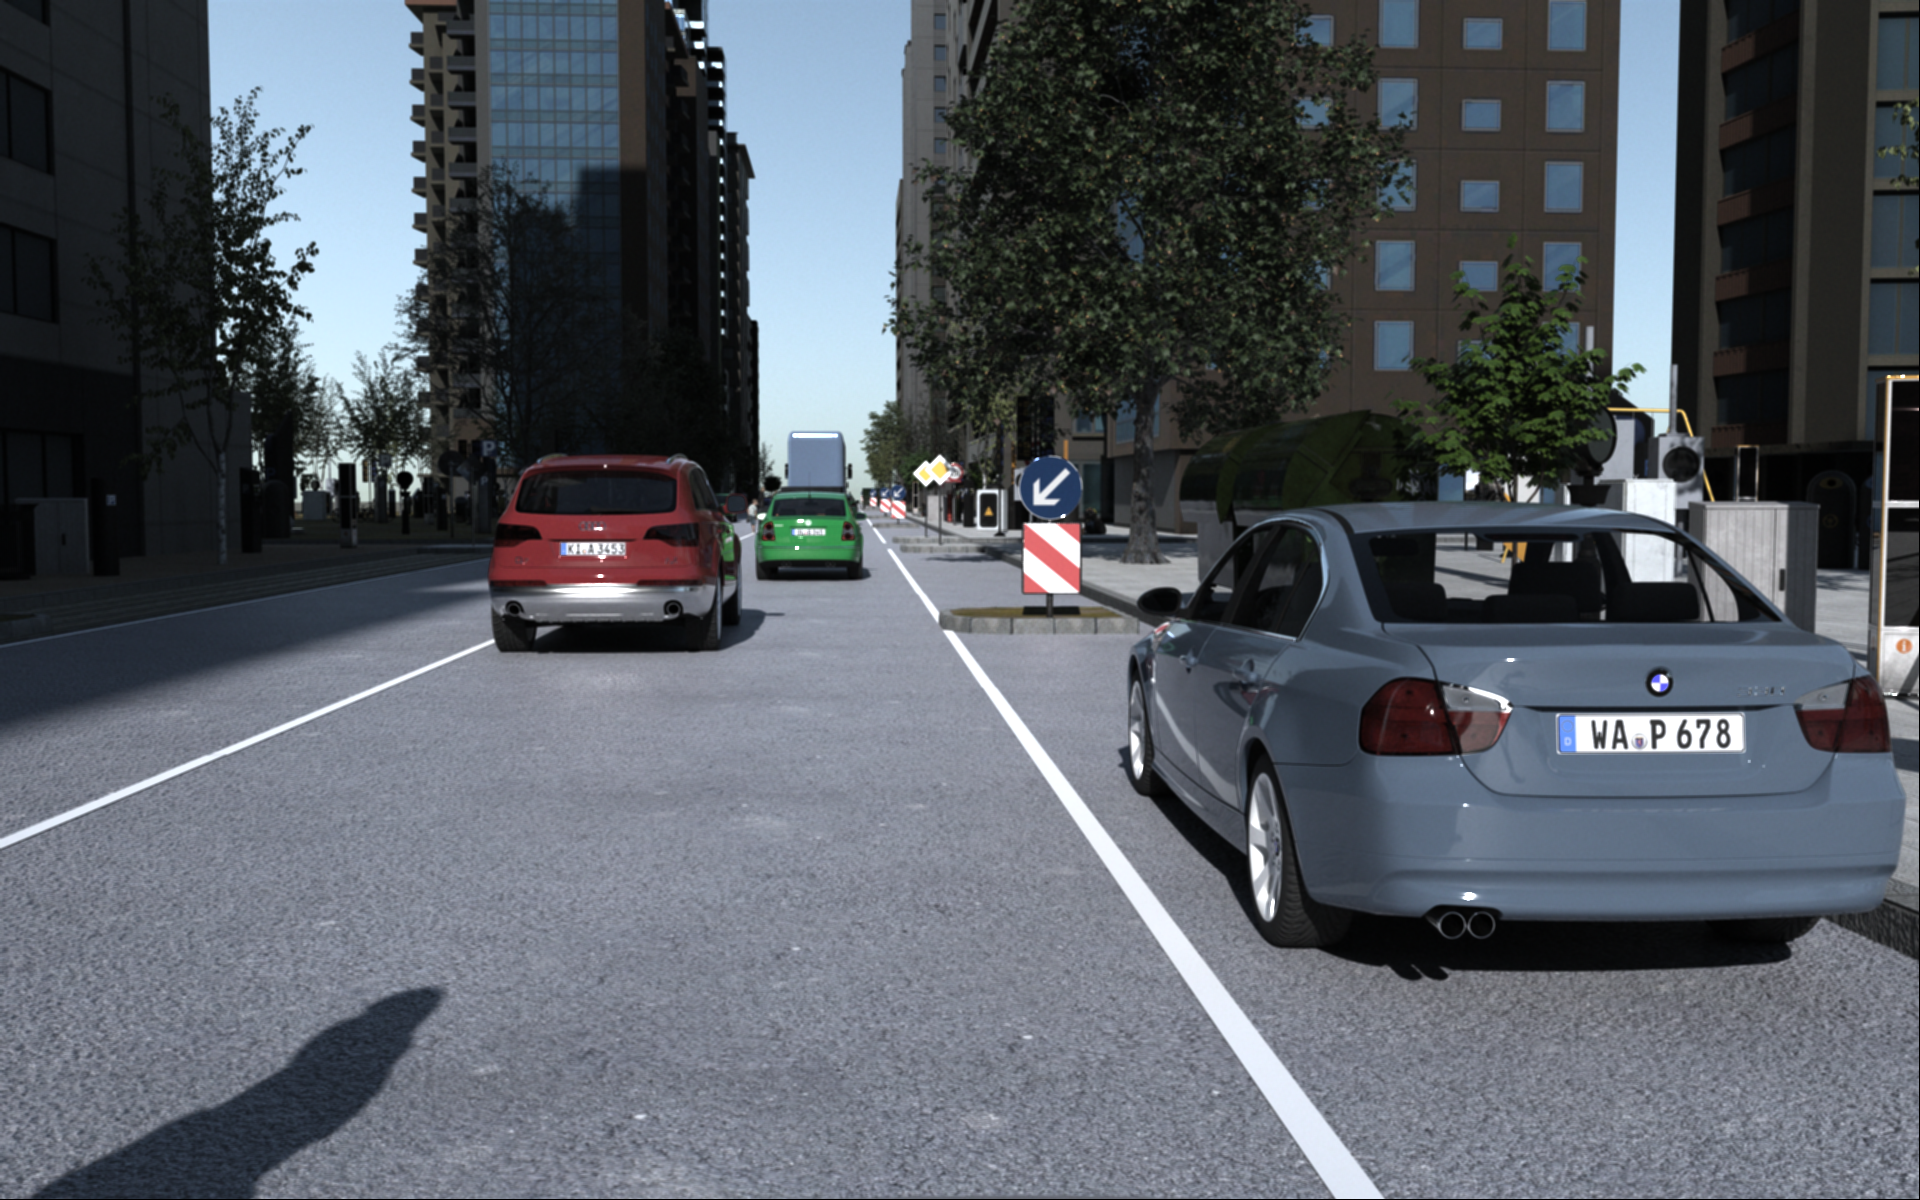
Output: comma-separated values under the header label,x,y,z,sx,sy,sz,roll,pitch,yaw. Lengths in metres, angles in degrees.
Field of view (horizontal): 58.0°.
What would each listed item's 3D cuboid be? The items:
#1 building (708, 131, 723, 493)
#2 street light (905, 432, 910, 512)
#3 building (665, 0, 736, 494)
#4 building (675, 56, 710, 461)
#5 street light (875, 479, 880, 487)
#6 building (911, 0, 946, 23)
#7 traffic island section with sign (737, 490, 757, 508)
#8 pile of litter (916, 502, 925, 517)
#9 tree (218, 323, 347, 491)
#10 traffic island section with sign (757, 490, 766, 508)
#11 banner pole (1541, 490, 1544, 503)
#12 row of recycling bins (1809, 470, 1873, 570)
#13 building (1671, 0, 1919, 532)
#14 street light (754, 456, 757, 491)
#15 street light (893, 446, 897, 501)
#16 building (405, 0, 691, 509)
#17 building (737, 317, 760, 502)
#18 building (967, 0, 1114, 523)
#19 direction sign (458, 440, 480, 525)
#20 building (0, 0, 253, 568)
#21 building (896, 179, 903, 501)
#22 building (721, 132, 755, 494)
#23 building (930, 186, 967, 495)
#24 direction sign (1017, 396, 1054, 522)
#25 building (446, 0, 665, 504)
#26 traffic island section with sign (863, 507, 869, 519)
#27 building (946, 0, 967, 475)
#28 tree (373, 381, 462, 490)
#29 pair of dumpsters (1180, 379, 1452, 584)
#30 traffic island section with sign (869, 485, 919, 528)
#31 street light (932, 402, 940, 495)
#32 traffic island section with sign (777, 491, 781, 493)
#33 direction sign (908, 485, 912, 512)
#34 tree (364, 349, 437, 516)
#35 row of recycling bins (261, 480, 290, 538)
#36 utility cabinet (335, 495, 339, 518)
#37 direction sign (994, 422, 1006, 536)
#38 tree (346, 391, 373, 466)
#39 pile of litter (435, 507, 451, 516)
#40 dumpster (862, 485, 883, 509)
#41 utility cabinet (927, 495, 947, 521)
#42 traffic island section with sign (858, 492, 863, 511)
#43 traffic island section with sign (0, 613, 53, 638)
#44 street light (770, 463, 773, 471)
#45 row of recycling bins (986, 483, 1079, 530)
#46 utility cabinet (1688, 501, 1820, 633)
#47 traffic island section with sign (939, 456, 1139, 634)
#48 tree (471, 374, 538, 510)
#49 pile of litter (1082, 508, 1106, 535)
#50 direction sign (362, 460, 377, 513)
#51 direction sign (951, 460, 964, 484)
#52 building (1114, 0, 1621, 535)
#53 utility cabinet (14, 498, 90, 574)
label,x,y,z,sx,sy,sz,roll,pitch,yaw
building,-33.585,-30.914,189.045,14.154,41.232,14.086,0,4,-4
street light,-3.794,-9.378,126.120,0.468,5.910,1.993,0,4,-4
building,-40.302,-55.774,224.576,22.319,86.520,31.000,0,4,-4
building,-32.712,-32.059,174.276,14.600,45.320,14.200,0,4,-4
street light,-13.935,-19.128,285.529,0.468,5.910,1.993,0,4,-4
building,5.296,-39.347,185.322,21.231,58.520,28.212,0,4,-4
traffic island section with sign,-18.925,-8.659,150.205,1.989,1.847,2.006,0,4,-4
pile of litter,-1.758,-5.150,98.163,1.176,0.858,1.719,-2,4,-28
tree,-28.942,-7.474,72.566,4.360,8.622,3.978,0,3,0
traffic island section with sign,-20.645,-10.306,177.126,1.989,1.847,2.006,0,4,-4
banner pole,17.347,-3.808,52.277,0.863,3.779,0.401,0,4,7
row of recycling bins,15.854,-1.335,28.937,1.069,1.692,3.534,-2,4,-32
building,42.467,-25.172,66.192,28.867,44.769,22.147,0,4,-4
street light,-24.812,-14.532,210.389,0.468,5.910,1.993,0,4,-4
street light,-6.080,-11.610,162.614,0.468,5.910,1.993,0,4,-4
building,-35.534,-30.456,152.576,22.147,44.769,28.867,0,4,-4
building,-39.543,-30.900,276.917,14.160,30.474,14.107,0,4,-4
building,11.671,-28.288,86.217,21.300,48.544,21.600,0,4,-4
direction sign,-20.463,-4.912,72.310,0.876,3.537,0.379,-1,4,-14
building,-26.836,-36.147,29.248,20.611,71.187,20.563,0,4,-4
building,1.618,-38.497,253.132,21.300,48.544,21.600,0,4,-4
building,-45.059,-40.718,254.981,28.713,52.752,27.495,0,4,-4
building,4.033,-24.051,164.934,14.160,30.474,14.107,0,4,-4
direction sign,1.744,-2.939,40.056,0.876,3.537,0.379,1,4,16
building,-29.910,-29.435,131.380,14.600,45.320,14.200,0,4,-4
traffic island section with sign,-4.486,-5.656,101.095,1.989,1.847,2.006,0,4,-4
building,12.937,-33.931,144.017,28.713,52.752,27.495,0,4,-4
tree,-34.611,-9.881,111.917,4.360,8.622,3.978,0,3,0
pair of dumpsters,3.310,-0.870,16.721,1.574,2.255,4.437,0,4,-4
traffic island section with sign,-2.771,-4.010,74.194,1.989,1.847,2.006,0,4,-4
street light,-1.213,-6.988,87.045,0.468,5.910,1.993,0,4,-4
traffic island section with sign,-24.153,-13.668,232.103,1.989,1.847,2.006,0,4,-4
direction sign,-3.567,-8.066,123.882,0.379,3.537,0.876,3,5,44
tree,-29.230,-8.353,86.933,4.737,8.622,4.395,0,3,0
row of recycling bins,-21.298,-2.670,50.767,3.534,1.692,1.069,1,4,12
utility cabinet,-33.679,-5.099,94.523,0.306,1.237,1.020,1,4,20
direction sign,1.207,-3.699,52.475,0.379,3.537,0.876,1,4,14
tree,-39.066,-9.519,106.005,4.360,8.622,3.978,0,3,0
pile of litter,-29.766,-5.239,99.630,1.176,0.858,1.719,-1,4,-10
dumpster,-8.246,-9.695,163.456,1.985,2.255,1.502,0,4,-3
utility cabinet,-1.034,-4.369,82.596,1.020,1.237,0.306,1,4,13
traffic island section with sign,-7.687,-8.722,151.228,1.989,1.847,2.006,0,4,-4
traffic island section with sign,-10.445,-0.545,17.533,1.989,1.847,2.006,0,4,-4
street light,-27.222,-16.916,249.355,0.468,5.910,1.993,0,4,-4
row of recycling bins,2.555,-3.366,62.153,3.534,1.692,1.069,1,4,18
utility cabinet,6.783,-0.224,14.826,1.020,1.237,0.306,0,4,-5
traffic island section with sign,0.783,-0.612,18.638,1.989,1.847,2.006,0,4,-4
tree,-27.476,-9.442,104.731,4.737,8.622,4.395,0,3,0
pile of litter,3.960,-2.530,55.330,1.719,0.858,1.176,-2,4,-25
direction sign,-38.982,-7.486,114.396,0.876,3.537,0.379,-1,4,-15
direction sign,-0.164,-7.610,116.424,0.876,3.537,0.379,1,4,20
building,13.236,-25.100,60.494,14.200,45.320,14.600,0,4,-4
utility cabinet,-14.653,-1.027,27.961,1.020,1.237,0.306,-1,4,-17
